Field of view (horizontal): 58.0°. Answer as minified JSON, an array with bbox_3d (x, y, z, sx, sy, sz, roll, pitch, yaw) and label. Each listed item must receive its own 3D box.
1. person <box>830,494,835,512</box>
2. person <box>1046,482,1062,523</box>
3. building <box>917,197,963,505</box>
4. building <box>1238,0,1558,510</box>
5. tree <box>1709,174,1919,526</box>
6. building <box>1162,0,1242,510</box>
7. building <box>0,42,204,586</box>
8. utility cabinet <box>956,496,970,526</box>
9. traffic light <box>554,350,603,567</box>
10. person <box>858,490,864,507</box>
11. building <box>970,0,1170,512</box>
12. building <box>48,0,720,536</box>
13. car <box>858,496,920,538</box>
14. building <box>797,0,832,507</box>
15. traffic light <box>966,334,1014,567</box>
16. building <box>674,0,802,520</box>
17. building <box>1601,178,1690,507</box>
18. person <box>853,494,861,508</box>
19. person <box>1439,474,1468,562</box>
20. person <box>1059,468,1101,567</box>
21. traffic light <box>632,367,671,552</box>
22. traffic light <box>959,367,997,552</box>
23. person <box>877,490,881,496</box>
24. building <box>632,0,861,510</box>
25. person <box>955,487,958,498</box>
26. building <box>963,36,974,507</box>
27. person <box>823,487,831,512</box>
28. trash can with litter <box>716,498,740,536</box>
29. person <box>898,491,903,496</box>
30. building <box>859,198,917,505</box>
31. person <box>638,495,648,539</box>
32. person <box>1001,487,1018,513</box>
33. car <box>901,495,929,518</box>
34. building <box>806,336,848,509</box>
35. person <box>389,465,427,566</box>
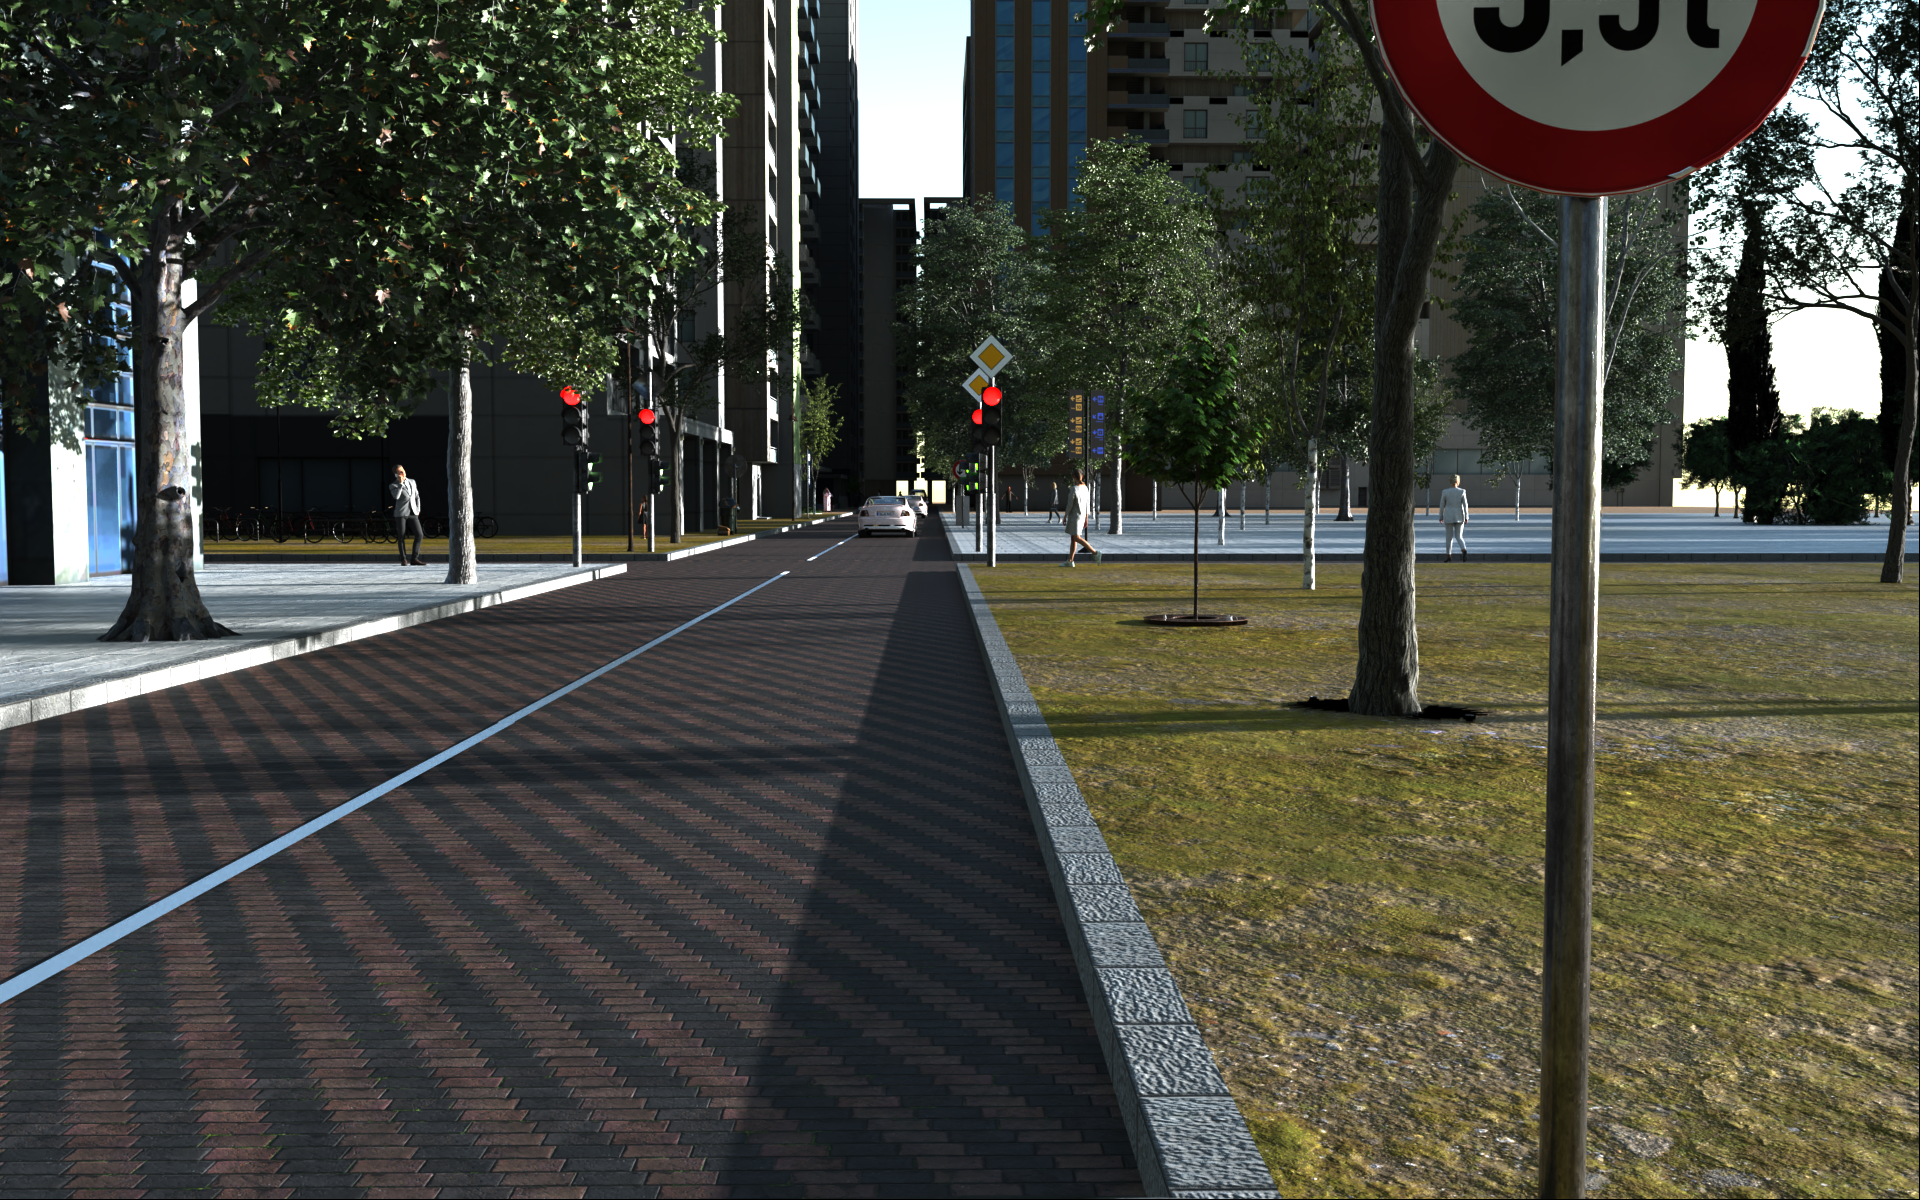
[{"bbox_3d":[-9.420,-7.169,126.448,0.799,1.438,0.628,2,4,30],"label":"person"},{"bbox_3d":[4.114,-4.238,75.510,0.728,1.800,0.709,-1,4,-12],"label":"person"},{"bbox_3d":[7.157,-31.934,213.994,23.993,40.220,32.217,0,4,-1],"label":"building"},{"bbox_3d":[44.778,-35.804,174.633,27.495,52.752,28.713,0,4,-1],"label":"building"},{"bbox_3d":[40.986,-10.608,75.258,18.604,14.587,13.155,-1,4,-13],"label":"tree"},{"bbox_3d":[15.007,-34.481,153.006,28.713,52.752,27.495,0,4,-1],"label":"building"},{"bbox_3d":[-28.140,-42.977,15.348,31.000,86.520,22.319,0,4,-1],"label":"building"},{"bbox_3d":[0.113,-3.623,70.406,0.306,1.237,1.020,-1,4,-17],"label":"utility cabinet"},{"bbox_3d":[-6.727,-2.537,30.409,0.839,4.253,0.868,0,4,-1],"label":"traffic light"},{"bbox_3d":[-9.840,-9.998,170.327,1.217,1.723,0.721,3,4,37],"label":"person"},{"bbox_3d":[7.842,-29.453,131.670,14.600,45.320,14.200,0,4,-1],"label":"building"},{"bbox_3d":[-19.050,-38.133,61.721,20.563,71.187,20.611,0,4,-1],"label":"building"},{"bbox_3d":[-2.418,-2.813,58.351,2.083,1.381,4.827,0,4,0],"label":"car"},{"bbox_3d":[-21.940,-31.085,127.856,23.786,49.044,30.456,0,4,-1],"label":"building"},{"bbox_3d":[0.533,-2.545,30.539,0.839,4.253,0.868,0,4,-1],"label":"traffic light"},{"bbox_3d":[-15.705,-24.735,88.016,14.154,41.232,14.086,0,4,-1],"label":"building"},{"bbox_3d":[66.905,-30.534,182.826,14.086,41.232,14.154,0,4,-1],"label":"building"},{"bbox_3d":[-9.740,-9.602,163.122,0.705,1.814,1.350,-3,4,-38],"label":"person"},{"bbox_3d":[10.273,-1.686,35.942,0.514,1.842,0.818,0,4,-8],"label":"person"},{"bbox_3d":[2.119,-1.447,30.453,0.760,1.731,0.466,1,4,10],"label":"person"},{"bbox_3d":[-6.853,-3.026,38.393,0.839,4.253,0.868,0,4,-1],"label":"traffic light"},{"bbox_3d":[0.407,-3.034,38.523,0.839,4.253,0.868,0,4,-1],"label":"traffic light"},{"bbox_3d":[-6.099,-7.277,128.262,0.721,1.735,1.217,0,4,5],"label":"person"},{"bbox_3d":[-21.002,-45.183,177.000,20.611,71.187,20.563,0,4,-1],"label":"building"},{"bbox_3d":[-0.205,-7.993,136.740,0.705,1.823,1.348,-1,4,-12],"label":"person"},{"bbox_3d":[11.103,-33.876,177.578,21.300,48.544,21.600,0,4,-1],"label":"building"},{"bbox_3d":[-9.312,-6.989,120.988,0.551,1.740,0.621,-2,4,-33],"label":"person"},{"bbox_3d":[-7.223,-2.595,53.813,0.624,1.170,1.055,0,4,1],"label":"trash can with litter"},{"bbox_3d":[-6.354,-10.894,187.344,0.721,1.743,1.217,3,4,36],"label":"person"},{"bbox_3d":[-16.985,-31.963,214.477,23.993,40.220,32.217,0,4,-1],"label":"building"},{"bbox_3d":[-9.100,-2.391,49.798,0.373,1.253,0.362,3,5,44],"label":"person"},{"bbox_3d":[3.395,-6.974,120.202,1.348,1.807,0.705,-2,4,-33],"label":"person"},{"bbox_3d":[-2.911,-5.546,103.042,2.083,1.381,4.827,0,4,0],"label":"car"},{"bbox_3d":[-26.558,-28.339,155.229,32.217,40.220,23.993,0,4,-1],"label":"building"},{"bbox_3d":[-9.887,-1.515,30.995,0.592,1.802,0.473,-2,4,-31],"label":"person"}]
